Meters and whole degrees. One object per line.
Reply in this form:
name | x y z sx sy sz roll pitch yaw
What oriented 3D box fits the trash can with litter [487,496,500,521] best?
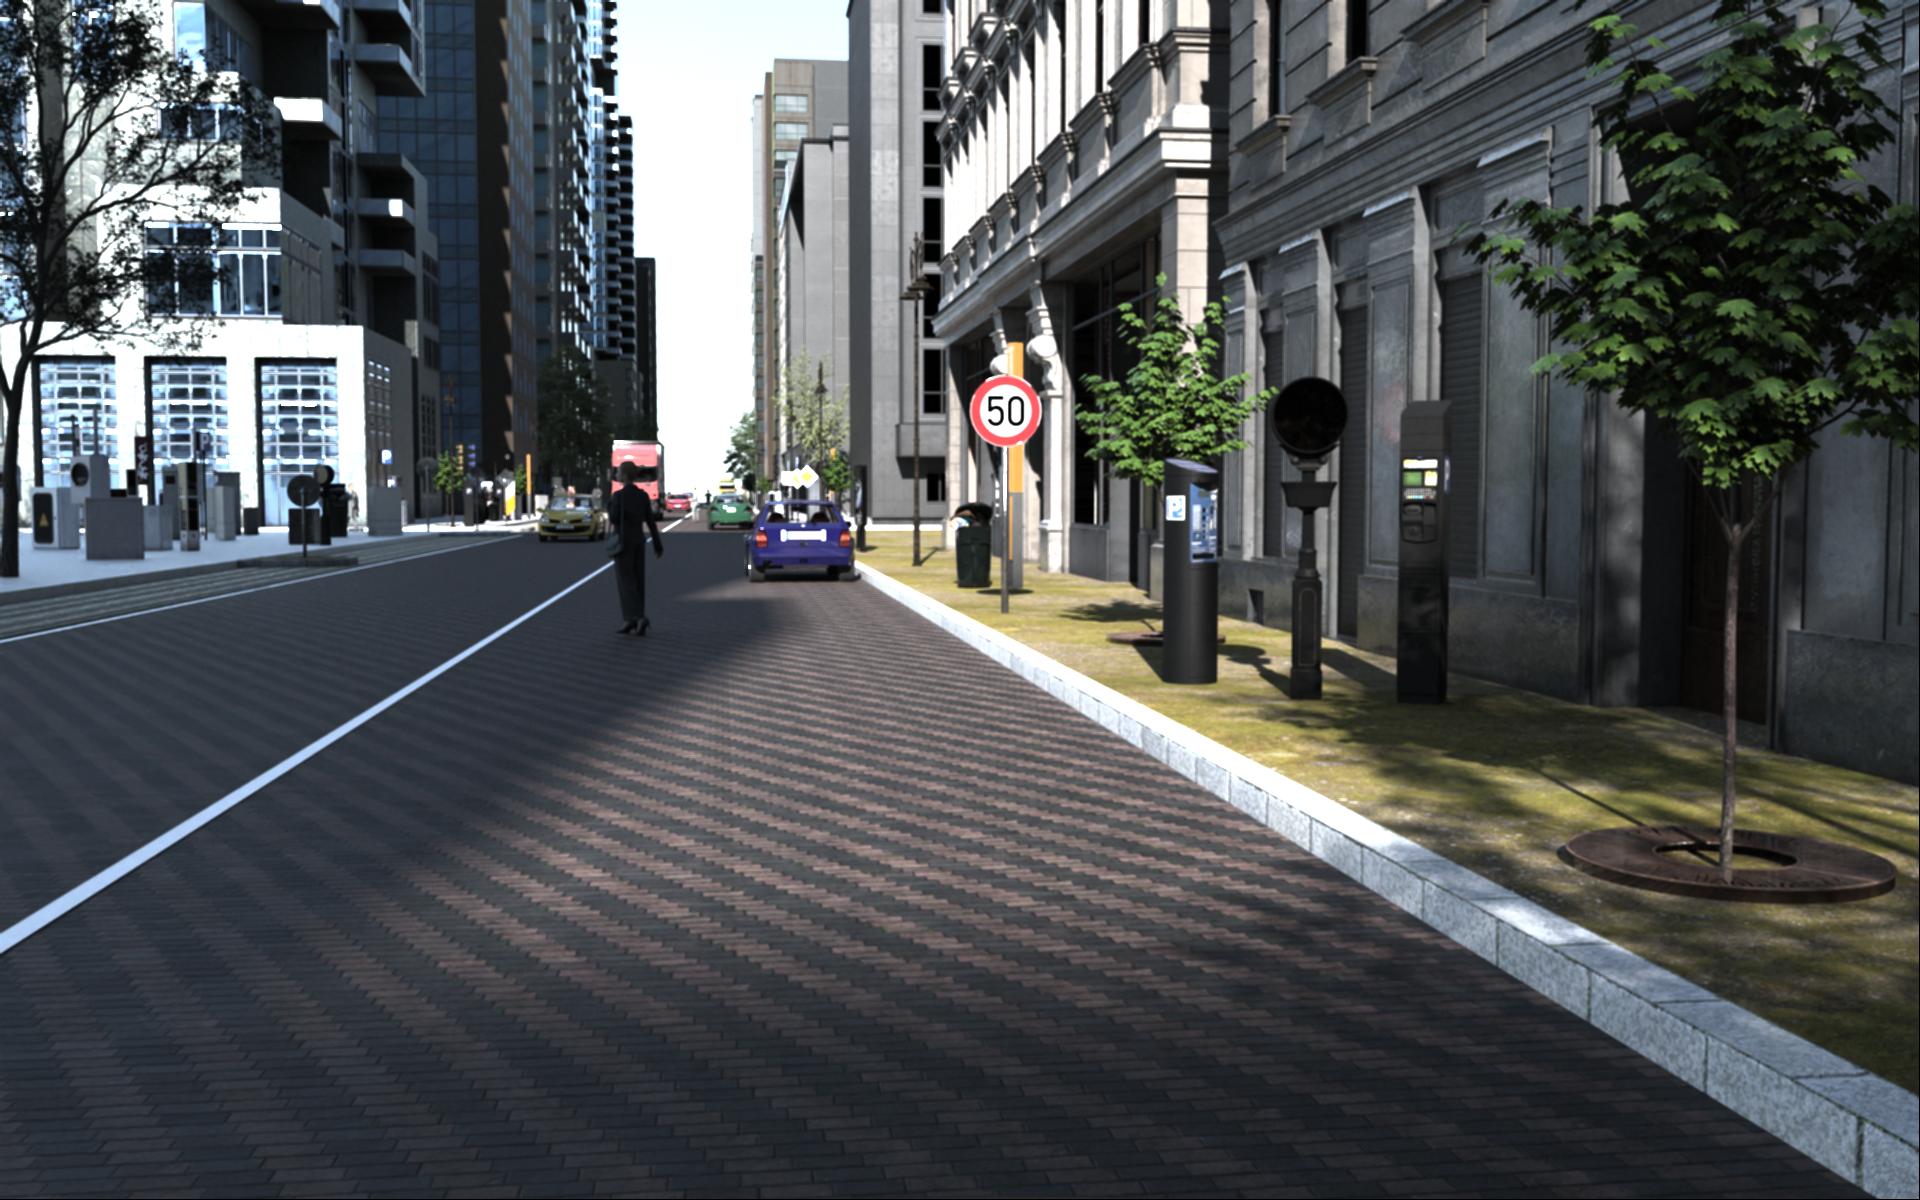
trash can with litter | -22.141 -4.321 82.036 0.624 1.170 1.055 -2 4 -24

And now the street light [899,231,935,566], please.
street light | -0.769 -3.542 30.694 0.468 5.910 1.993 0 4 -8

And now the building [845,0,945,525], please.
building | 7.425 -17.358 77.305 24.014 27.812 14.314 0 4 -8

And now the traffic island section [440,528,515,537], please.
traffic island section | -16.446 -2.242 58.944 2.009 0.180 2.903 0 4 -8

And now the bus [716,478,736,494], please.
bus | -36.158 -16.913 268.066 2.896 3.916 12.252 -1 4 -9

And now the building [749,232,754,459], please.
building | -23.401 -40.786 286.463 23.786 49.044 30.456 0 4 -8

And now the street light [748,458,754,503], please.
street light | -22.533 -13.213 188.823 0.468 5.910 1.993 0 4 -8

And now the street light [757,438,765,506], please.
street light | -16.211 -10.374 142.409 0.468 5.910 1.993 0 4 -8

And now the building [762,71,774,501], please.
building | -13.533 -32.513 181.702 14.600 45.320 14.200 0 4 -8

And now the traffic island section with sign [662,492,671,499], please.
traffic island section with sign | -45.985 -16.260 274.484 1.989 1.847 2.006 0 4 -8

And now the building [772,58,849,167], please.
building | -10.983 -29.567 167.008 14.154 41.232 14.086 0 4 -8

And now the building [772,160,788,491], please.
building | -9.546 -23.340 153.316 14.160 30.474 14.107 0 4 -8

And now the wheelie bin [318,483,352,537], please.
wheelie bin | -18.638 -2.682 51.753 0.980 1.594 0.693 -3 5 -39

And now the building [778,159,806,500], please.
building | -7.548 -19.269 133.067 12.078 24.808 19.932 0 4 -8

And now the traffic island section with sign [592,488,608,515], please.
traffic island section with sign | -24.306 -6.583 116.255 1.989 1.847 2.006 0 4 -8

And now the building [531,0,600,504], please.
building | -44.982 -32.691 154.110 23.786 49.044 30.456 0 4 -8

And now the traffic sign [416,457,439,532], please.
traffic sign | -18.206 -3.617 59.241 0.768 2.556 0.104 0 4 -5

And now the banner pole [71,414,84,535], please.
banner pole | -27.705 -3.934 54.331 0.401 3.779 0.863 -3 5 -43

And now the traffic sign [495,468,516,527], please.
traffic sign | -17.508 -3.863 66.797 0.795 2.450 0.064 0 4 -8

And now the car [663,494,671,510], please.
car | -25.925 -8.897 155.684 2.015 1.641 3.980 -1 4 -10

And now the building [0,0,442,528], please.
building | -36.039 -46.809 78.002 22.319 86.520 31.000 0 4 -8

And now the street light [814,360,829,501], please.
street light | -4.823 -5.337 60.044 0.468 5.910 1.993 0 4 -8

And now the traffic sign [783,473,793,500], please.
traffic sign | -7.953 -4.797 80.556 0.606 2.300 0.079 0 4 -6

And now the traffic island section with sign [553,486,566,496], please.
traffic island section with sign | -20.647 -4.949 89.549 1.989 1.847 2.006 0 4 -8

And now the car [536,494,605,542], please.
car | -11.937 -2.637 53.337 2.015 1.641 3.980 0 4 -6

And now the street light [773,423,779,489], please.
street light | -11.963 -8.554 112.646 0.468 5.910 1.993 0 4 -8

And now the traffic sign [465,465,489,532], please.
traffic sign | -16.424 -3.379 58.885 0.795 2.450 0.064 0 4 -8

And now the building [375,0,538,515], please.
building | -34.942 -28.142 110.237 14.600 45.320 14.200 0 4 -8

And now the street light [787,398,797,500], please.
street light | -8.087 -6.757 83.271 0.468 5.910 1.993 0 4 -8

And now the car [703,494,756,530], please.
car | -9.314 -3.569 70.145 2.131 1.459 4.920 -1 4 -9

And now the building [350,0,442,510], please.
building | -49.350 -53.251 183.326 22.319 86.520 31.000 0 4 -8

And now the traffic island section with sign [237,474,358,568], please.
traffic island section with sign | -13.117 -1.580 34.468 1.989 1.847 2.006 0 4 -8

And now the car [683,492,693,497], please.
car | -39.965 -15.026 254.352 2.281 1.827 5.304 0 4 -7

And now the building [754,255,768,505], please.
building | -17.941 -26.879 211.180 14.160 30.474 14.107 0 4 -8

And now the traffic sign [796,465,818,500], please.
traffic sign | -5.330 -3.470 60.379 0.795 2.450 0.064 0 4 -8

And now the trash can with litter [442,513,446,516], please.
trash can with litter | -30.553 -5.441 100.023 2.233 1.210 1.678 1 4 13

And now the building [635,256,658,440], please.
building | -57.996 -37.079 289.843 14.154 41.232 14.086 0 4 -8

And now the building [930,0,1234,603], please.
building | 4.128 -11.546 39.679 10.553 20.767 40.483 0 4 -8

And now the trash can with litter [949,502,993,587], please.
trash can with litter | 0.115 -0.768 23.947 0.624 1.170 1.055 0 4 -6

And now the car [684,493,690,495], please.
car | -31.034 -11.375 195.579 1.945 1.707 3.694 0 4 -7

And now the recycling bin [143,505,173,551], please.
recycling bin | -18.489 -1.653 39.582 0.722 1.027 0.722 0 4 -4

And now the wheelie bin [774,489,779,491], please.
wheelie bin | -11.457 -6.152 108.500 0.693 1.594 0.980 1 4 16

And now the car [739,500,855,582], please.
car | -2.779 -1.035 29.508 1.945 1.354 3.894 -1 4 -9

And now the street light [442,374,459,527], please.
street light | -19.577 -5.743 66.688 0.468 5.910 1.993 0 4 -8

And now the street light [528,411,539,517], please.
street light | -23.620 -7.538 96.040 0.468 5.910 1.993 0 4 -8

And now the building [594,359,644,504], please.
building | -57.984 -23.981 237.120 27.650 21.520 28.899 0 4 -8

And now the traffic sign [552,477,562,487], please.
traffic sign | -24.396 -6.284 104.870 0.606 2.300 0.079 0 4 0

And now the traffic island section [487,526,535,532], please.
traffic island section | -17.530 -2.726 66.855 2.009 0.180 2.903 0 4 -8

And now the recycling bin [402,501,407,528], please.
recycling bin | -21.654 -3.295 66.429 0.722 1.027 0.722 0 4 -4

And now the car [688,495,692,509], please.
car | -26.062 -9.261 163.777 2.083 1.381 4.827 -1 4 -9

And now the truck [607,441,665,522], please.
truck | -17.296 -6.388 93.353 2.839 4.237 11.283 0 4 -8

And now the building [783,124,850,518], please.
building | -3.283 -17.636 107.411 14.314 24.678 30.058 0 4 -8

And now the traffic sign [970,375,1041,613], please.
traffic sign | 0.486 -1.132 18.620 0.768 2.556 0.104 0 4 -5

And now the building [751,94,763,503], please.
building | -20.206 -43.735 257.058 21.231 58.520 28.212 0 4 -8

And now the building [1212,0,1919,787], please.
building | 8.569 -9.811 9.559 9.793 20.994 18.267 0 4 -8

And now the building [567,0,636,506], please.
building | -59.785 -58.277 265.506 22.319 86.520 31.000 0 4 -8

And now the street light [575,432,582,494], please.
street light | -27.705 -9.361 125.844 0.468 5.910 1.993 0 4 -8

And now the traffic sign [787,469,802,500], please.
traffic sign | -6.414 -3.954 68.290 0.795 2.450 0.064 0 4 -8

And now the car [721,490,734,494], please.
car | -23.689 -10.360 178.063 2.281 1.827 5.304 0 4 -6

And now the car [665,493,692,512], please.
car | -22.430 -7.904 138.270 2.155 1.783 4.494 0 4 -6
